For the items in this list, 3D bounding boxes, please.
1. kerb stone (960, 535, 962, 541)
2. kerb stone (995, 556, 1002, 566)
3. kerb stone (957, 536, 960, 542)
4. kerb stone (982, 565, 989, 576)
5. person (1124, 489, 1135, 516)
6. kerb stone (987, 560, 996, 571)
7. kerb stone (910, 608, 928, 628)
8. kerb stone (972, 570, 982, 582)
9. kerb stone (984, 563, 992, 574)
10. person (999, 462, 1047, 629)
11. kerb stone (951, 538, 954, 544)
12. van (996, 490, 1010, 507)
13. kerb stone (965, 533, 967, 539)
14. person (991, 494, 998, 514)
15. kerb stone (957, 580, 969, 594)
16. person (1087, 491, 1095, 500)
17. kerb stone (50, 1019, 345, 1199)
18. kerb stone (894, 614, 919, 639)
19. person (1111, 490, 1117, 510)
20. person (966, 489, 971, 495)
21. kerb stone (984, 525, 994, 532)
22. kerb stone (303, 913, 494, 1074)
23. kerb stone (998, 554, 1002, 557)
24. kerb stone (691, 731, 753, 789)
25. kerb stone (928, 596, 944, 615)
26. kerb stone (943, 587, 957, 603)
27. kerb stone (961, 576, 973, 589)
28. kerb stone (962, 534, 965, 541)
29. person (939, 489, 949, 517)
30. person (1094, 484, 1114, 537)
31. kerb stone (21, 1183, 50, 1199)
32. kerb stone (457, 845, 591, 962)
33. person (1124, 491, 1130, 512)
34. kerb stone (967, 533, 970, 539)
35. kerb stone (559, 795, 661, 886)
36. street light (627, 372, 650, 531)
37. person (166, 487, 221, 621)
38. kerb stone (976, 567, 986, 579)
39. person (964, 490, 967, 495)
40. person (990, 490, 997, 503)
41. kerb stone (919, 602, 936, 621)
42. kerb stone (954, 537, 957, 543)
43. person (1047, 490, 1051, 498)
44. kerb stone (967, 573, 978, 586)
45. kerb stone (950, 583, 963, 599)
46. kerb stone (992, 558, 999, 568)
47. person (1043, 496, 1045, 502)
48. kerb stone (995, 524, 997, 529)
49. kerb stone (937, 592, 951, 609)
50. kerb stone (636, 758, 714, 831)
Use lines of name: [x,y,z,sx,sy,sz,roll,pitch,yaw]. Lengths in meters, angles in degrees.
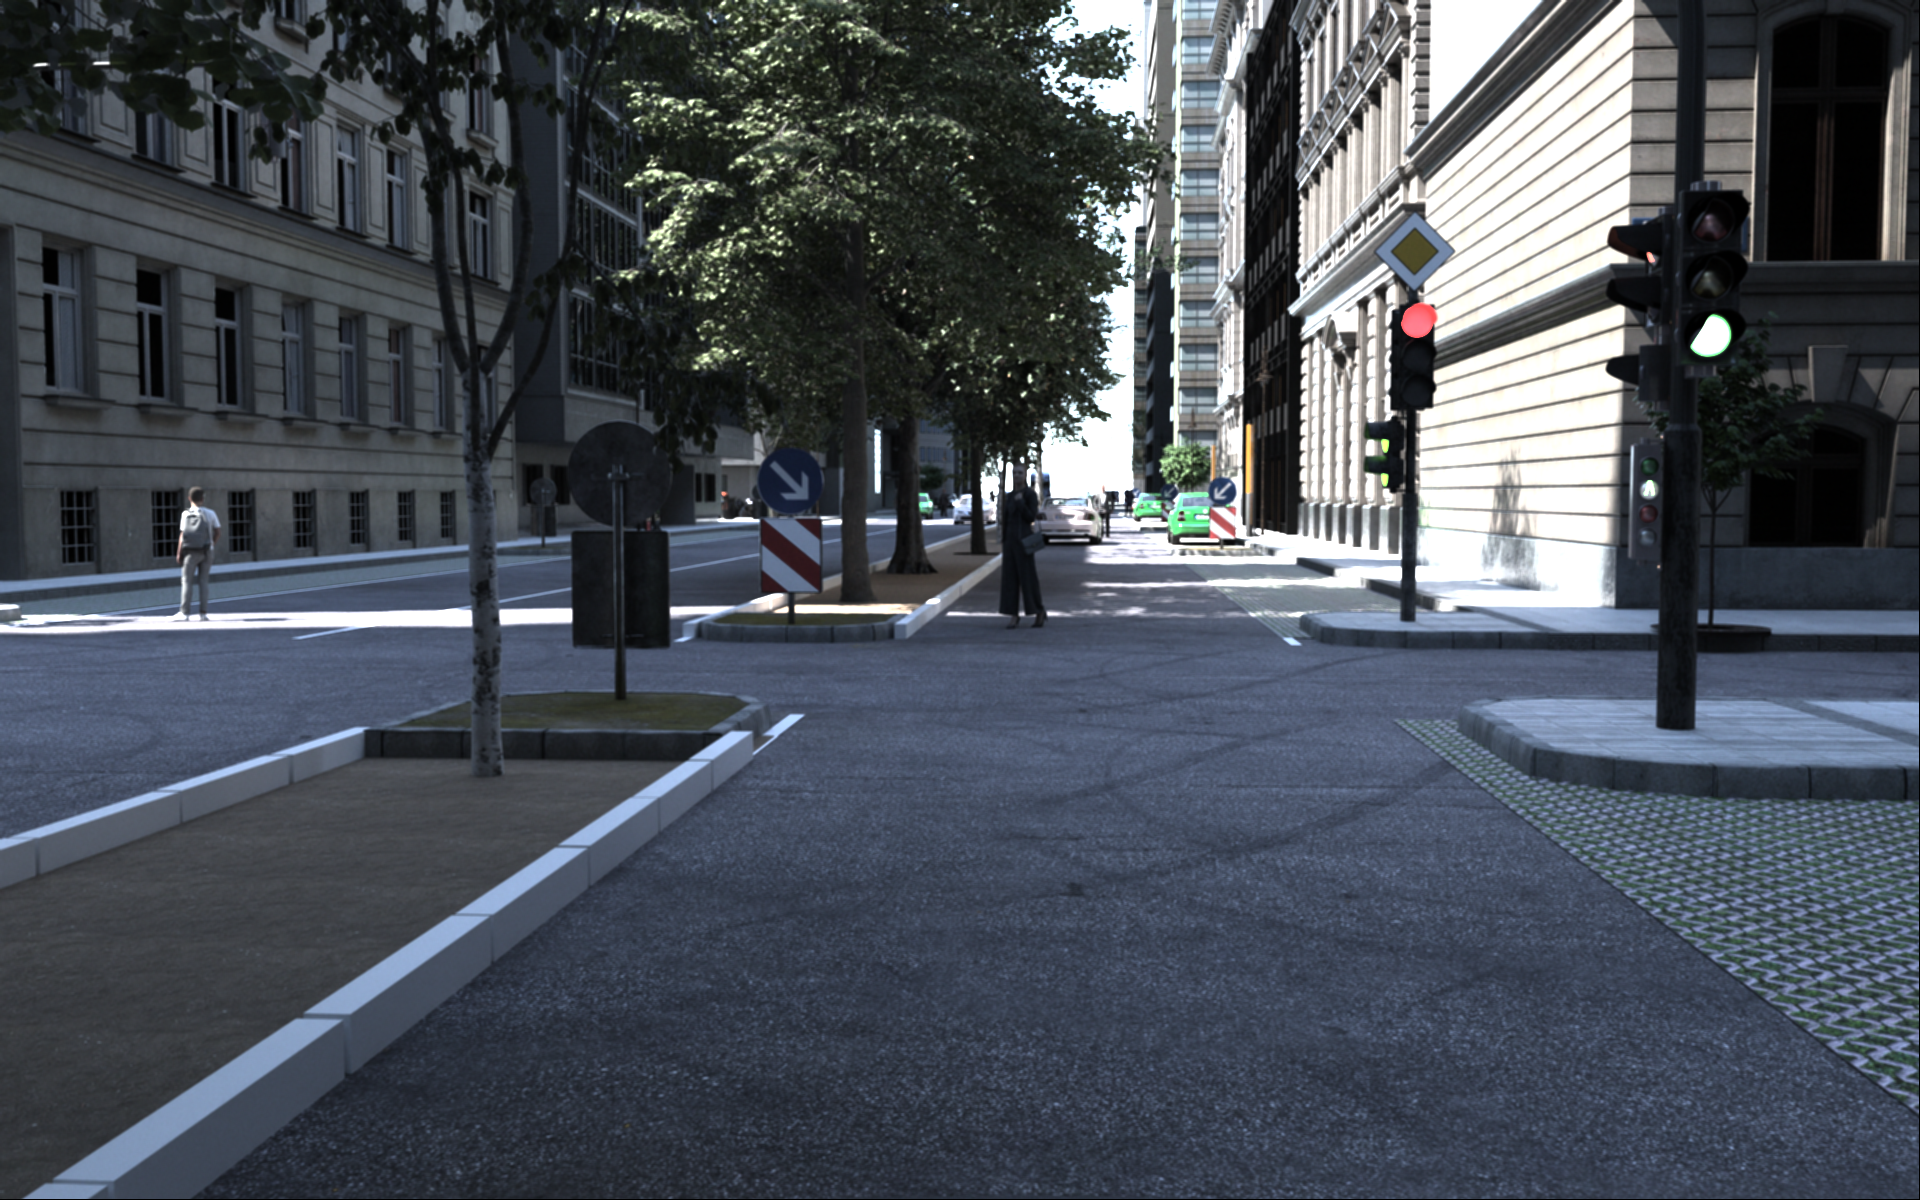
kerb stone: [-0.100,-1.789,51.488,0.120,0.150,1.000,0,4,4]
kerb stone: [0.679,-0.716,33.945,0.120,0.150,1.000,0,4,4]
kerb stone: [-0.169,-1.729,50.468,0.120,0.150,1.000,0,4,4]
kerb stone: [0.371,-0.469,29.857,0.120,0.150,1.000,0,4,4]
person: [11.048,-6.371,113.118,0.683,1.767,0.568,0,4,-2]
kerb stone: [0.528,-0.594,31.900,0.120,0.150,1.000,0,4,4]
kerb stone: [-0.479,0.218,18.629,0.120,0.150,1.000,0,4,4]
kerb stone: [0.216,-0.343,27.810,0.120,0.150,1.000,0,4,4]
kerb stone: [0.445,-0.518,30.877,0.120,0.150,1.000,0,4,4]
person: [0.652,-0.589,18.557,0.576,1.772,0.534,2,4,29]
kerb stone: [-0.334,-1.604,48.414,0.120,0.150,1.000,0,4,4]
van: [4.847,-11.233,190.676,2.013,2.044,4.112,0,4,3]
kerb stone: [0.056,-1.916,53.526,0.120,0.150,1.000,0,4,4]
person: [2.794,-7.006,123.763,1.217,1.743,0.721,1,4,11]
kerb stone: [-0.007,-0.156,24.752,0.120,0.150,1.000,0,4,4]
person: [11.080,-8.540,148.843,1.217,1.735,0.721,-2,4,-28]
kerb stone: [-1.605,1.132,3.748,0.120,0.150,1.000,0,4,4]
kerb stone: [-0.553,0.282,17.610,0.120,0.150,1.000,0,4,4]
person: [13.505,-8.793,152.276,0.705,1.822,1.348,-1,4,-16]
person: [0.769,-8.119,141.332,1.350,1.814,0.705,-2,4,-34]
kerb stone: [1.139,-2.785,67.827,0.120,0.150,1.000,0,4,4]
kerb stone: [-1.525,1.065,4.776,0.120,0.150,1.000,0,4,4]
kerb stone: [0.762,-0.778,34.964,0.120,0.150,1.000,0,4,4]
kerb stone: [-1.216,0.815,8.869,0.120,0.150,1.000,0,4,4]
kerb stone: [-0.325,0.093,20.672,0.120,0.150,1.000,0,4,4]
kerb stone: [-0.169,-0.032,22.711,0.120,0.150,1.000,0,4,4]
kerb stone: [0.061,-0.219,25.772,0.120,0.150,1.000,0,4,4]
kerb stone: [-0.020,-1.848,52.508,0.120,0.150,1.000,0,4,4]
person: [-0.978,-6.151,109.625,0.434,1.755,0.990,-3,4,-37]
person: [4.723,-2.932,56.837,0.661,1.777,0.834,0,4,-1]
kerb stone: [-1.678,1.191,2.724,0.120,0.150,1.000,0,4,4]
kerb stone: [-1.449,1.006,5.800,0.120,0.150,1.000,0,4,4]
person: [13.590,-7.962,139.508,0.721,1.723,1.217,-2,4,-35]
kerb stone: [0.130,-1.979,54.548,0.120,0.150,1.000,0,4,4]
kerb stone: [-1.371,0.940,6.822,0.120,0.150,1.000,0,4,4]
street light: [-10.697,-5.182,57.506,0.468,5.910,1.993,0,4,4]
person: [-8.671,-0.521,19.617,0.523,1.515,0.503,1,4,14]
kerb stone: [0.295,-0.404,28.838,0.120,0.150,1.000,0,4,4]
person: [0.620,-8.406,146.653,0.721,1.743,1.217,1,4,18]
person: [2.725,-7.863,137.776,0.721,1.736,1.217,-2,4,-29]
kerb stone: [-0.403,0.156,19.648,0.120,0.150,1.000,0,4,4]
kerb stone: [-0.255,-1.666,49.433,0.120,0.150,1.000,0,4,4]
person: [6.471,-7.128,125.955,0.530,1.710,0.541,0,4,-4]
kerb stone: [0.139,-0.281,26.791,0.120,0.150,1.000,0,4,4]
kerb stone: [-0.095,-0.094,23.734,0.120,0.150,1.000,0,4,4]
kerb stone: [0.607,-0.655,32.926,0.120,0.150,1.000,0,4,4]
person: [4.533,-5.599,100.056,0.705,1.823,1.348,-3,4,-36]
kerb stone: [1.298,-2.914,69.872,0.120,0.150,1.000,0,4,4]
kerb stone: [-0.247,0.031,21.692,0.120,0.150,1.000,0,4,4]
kerb stone: [-1.294,0.881,7.847,0.120,0.150,1.000,0,4,4]
